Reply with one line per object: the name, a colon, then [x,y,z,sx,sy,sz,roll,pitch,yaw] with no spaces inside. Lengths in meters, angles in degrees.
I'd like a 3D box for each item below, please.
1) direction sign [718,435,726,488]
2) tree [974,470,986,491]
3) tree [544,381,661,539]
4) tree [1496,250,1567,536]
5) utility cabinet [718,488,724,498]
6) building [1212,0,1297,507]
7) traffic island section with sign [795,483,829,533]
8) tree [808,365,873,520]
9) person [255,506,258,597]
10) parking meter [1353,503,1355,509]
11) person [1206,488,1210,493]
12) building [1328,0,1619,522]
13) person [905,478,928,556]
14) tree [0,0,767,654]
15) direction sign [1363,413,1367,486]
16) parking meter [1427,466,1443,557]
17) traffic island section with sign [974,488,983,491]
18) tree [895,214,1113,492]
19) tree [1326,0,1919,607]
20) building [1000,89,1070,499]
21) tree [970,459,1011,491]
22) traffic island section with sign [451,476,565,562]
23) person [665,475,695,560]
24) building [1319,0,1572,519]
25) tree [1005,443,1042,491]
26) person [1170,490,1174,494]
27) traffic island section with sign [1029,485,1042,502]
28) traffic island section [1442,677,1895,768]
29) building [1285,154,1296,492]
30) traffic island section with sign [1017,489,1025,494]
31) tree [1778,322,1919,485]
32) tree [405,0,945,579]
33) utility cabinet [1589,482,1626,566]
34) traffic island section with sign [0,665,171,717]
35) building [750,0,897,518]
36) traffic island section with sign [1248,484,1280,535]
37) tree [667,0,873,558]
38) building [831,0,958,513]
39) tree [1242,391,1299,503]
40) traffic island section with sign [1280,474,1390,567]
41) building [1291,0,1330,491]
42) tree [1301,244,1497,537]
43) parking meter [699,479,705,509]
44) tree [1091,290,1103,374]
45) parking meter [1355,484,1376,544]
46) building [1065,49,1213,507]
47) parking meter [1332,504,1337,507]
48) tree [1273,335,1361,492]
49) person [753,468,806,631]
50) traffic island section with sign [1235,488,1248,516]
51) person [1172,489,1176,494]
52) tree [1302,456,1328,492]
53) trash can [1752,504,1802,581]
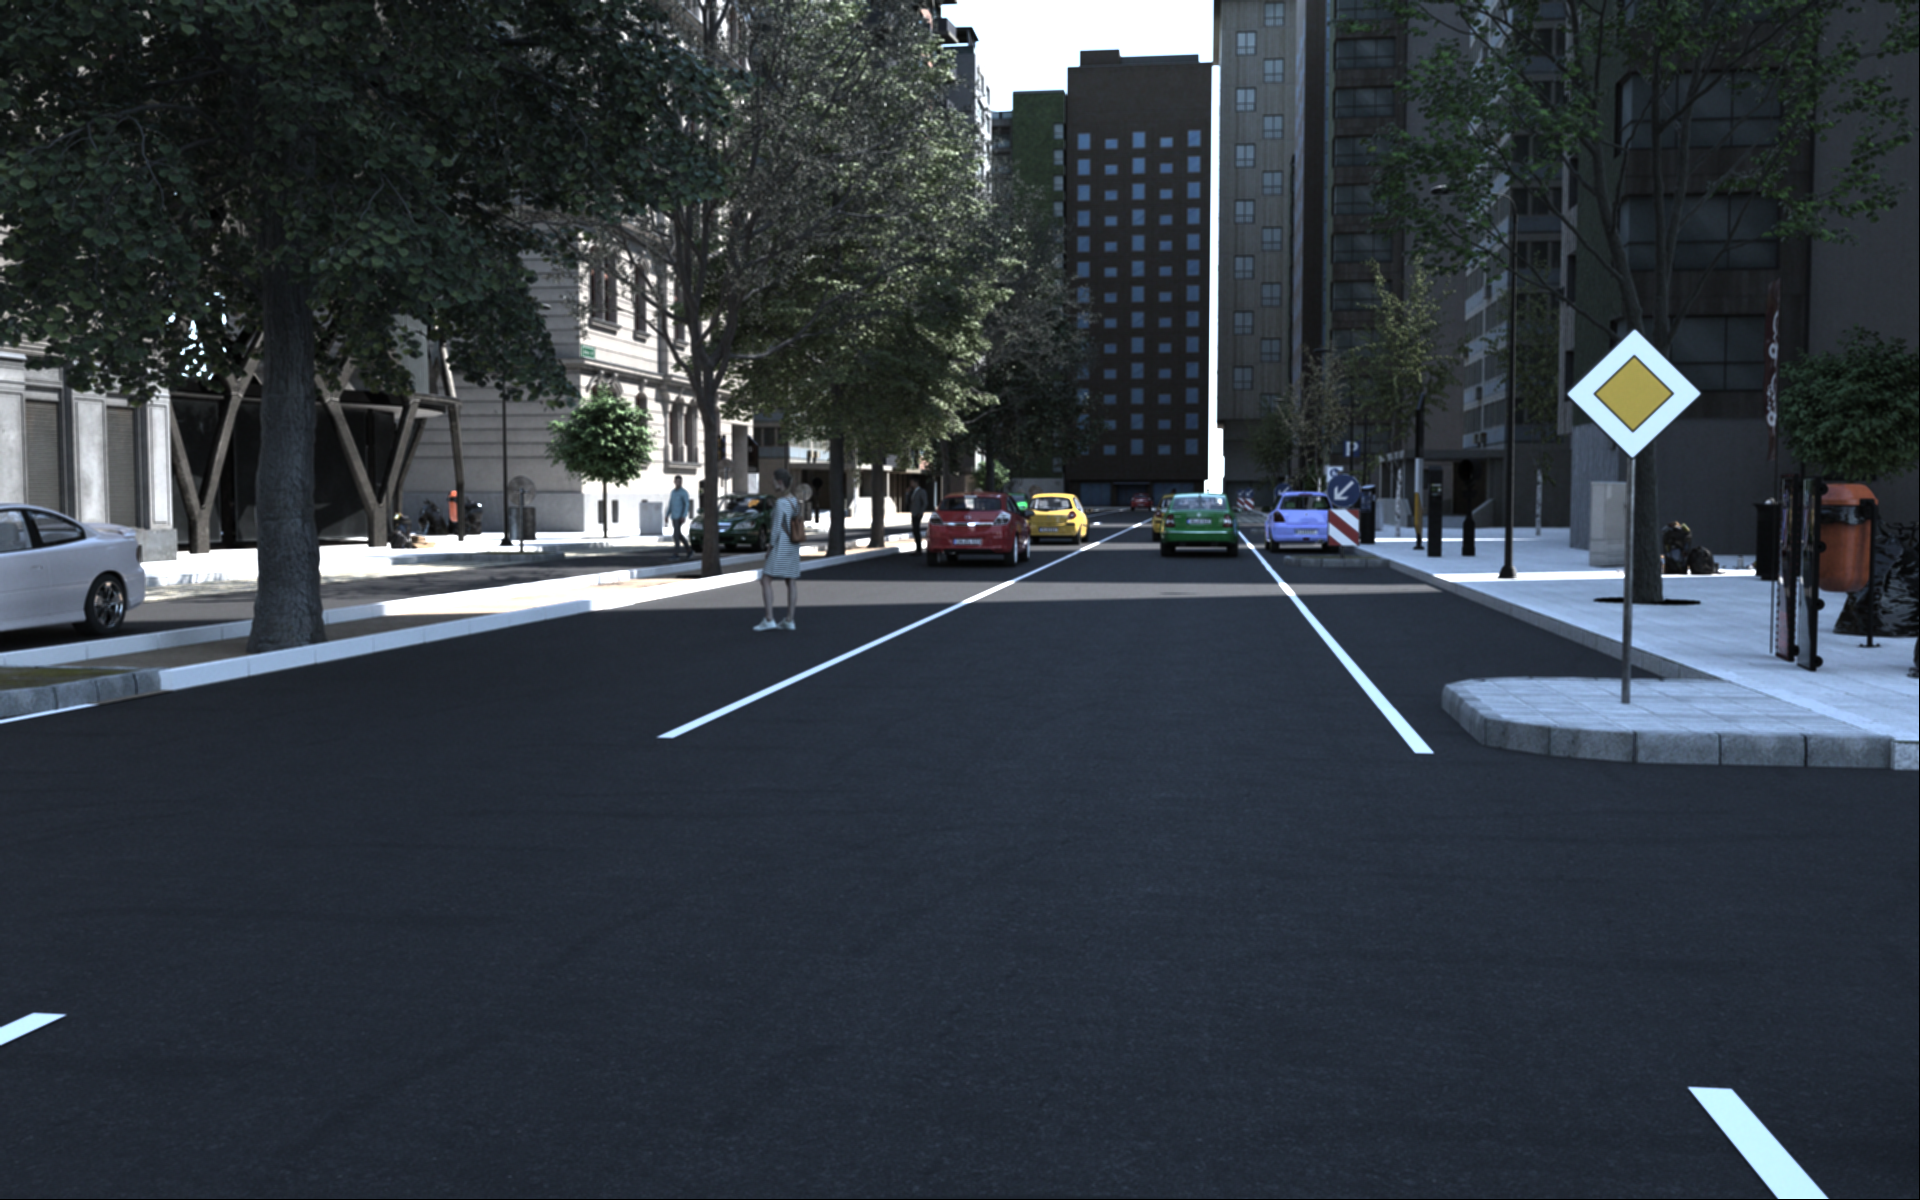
direction sign: [-9.136,-4.555,66.479,0.379,3.537,0.876,-2,4,-26]
tree: [1.938,-8.747,137.613,1.663,3.219,1.824,0,3,0]
tree: [-10.173,-4.053,49.973,4.285,4.588,4.351,0,3,0]
tree: [18.119,-6.295,53.285,4.737,8.622,4.395,0,3,0]
utility cabinet: [-8.373,-3.085,59.114,0.318,1.500,1.173,0,4,8]
building: [40.164,-36.226,181.528,27.495,52.752,28.713,0,4,8]
traffic island section with sign: [-5.856,-3.394,64.123,1.989,1.847,2.006,0,4,8]
tree: [-5.366,-8.247,85.196,4.360,8.622,3.978,0,3,0]
person: [-9.268,-0.846,23.341,0.512,1.701,0.522,-1,4,-10]
parking meter: [13.746,-3.137,59.697,0.372,1.533,0.369,0,3,0]
person: [15.477,-6.081,108.023,1.348,1.812,0.705,-2,4,-25]
building: [27.639,-19.923,97.436,14.160,30.474,14.107,0,4,8]
person: [-1.027,-1.942,40.436,0.473,1.802,0.592,-1,4,-14]
tree: [-6.088,-6.498,15.348,9.857,13.997,8.962,0,3,0]
direction sign: [11.450,-3.485,48.985,0.379,3.537,0.876,1,4,10]
parking meter: [9.713,-1.816,35.406,0.255,1.863,0.399,1,4,11]
traffic island section with sign: [1.216,-6.434,113.821,1.989,1.847,2.006,0,4,8]
tree: [1.217,-9.182,69.583,9.611,12.733,9.660,0,3,0]
tree: [8.080,-5.775,20.177,9.928,11.665,9.643,0,3,0]
building: [4.477,-30.328,179.454,14.086,41.232,14.154,0,4,8]
tree: [2.494,-9.913,145.792,4.285,4.588,4.351,0,3,0]
traffic island section with sign: [-9.667,-1.762,37.433,1.989,1.847,2.006,0,4,8]
person: [-6.076,-1.799,37.776,0.748,1.841,0.638,-2,4,-35]
building: [39.989,-25.854,114.592,32.217,40.220,23.993,0,4,8]
tree: [5.665,-12.926,161.704,4.360,8.622,3.978,0,3,0]
person: [18.599,-8.737,151.295,1.348,1.831,0.705,0,4,-7]
traffic island section with sign: [3.674,-4.777,86.236,2.006,1.907,1.989,0,4,8]
traffic island section: [4.100,0.713,10.623,2.009,0.180,2.903,0,4,8]
building: [35.208,-23.083,149.113,14.160,30.474,14.107,0,4,8]
traffic island section with sign: [5.002,-8.066,140.510,1.989,1.847,2.006,0,4,8]
tree: [17.215,-3.026,33.185,4.285,4.588,4.351,0,3,0]
tree: [-4.215,-7.099,28.899,12.009,13.543,11.850,0,3,0]
utility cabinet: [11.617,-1.349,30.736,1.173,1.500,0.318,-3,5,-43]
traffic island section with sign: [-6.912,-0.227,11.844,2.006,1.907,1.989,0,4,8]
building: [-20.883,-25.094,102.175,32.217,40.220,23.993,0,4,8]
traffic island section with sign: [11.425,-3.260,61.927,1.989,1.847,2.006,0,4,8]
tree: [-2.799,-7.221,38.655,7.486,12.596,7.792,0,3,0]
building: [-12.100,-28.953,128.010,22.147,44.769,28.867,0,4,8]
tree: [23.025,-10.776,126.550,4.737,8.622,4.395,0,3,0]
traffic island section with sign: [7.574,-1.612,34.977,1.989,1.847,2.006,0,4,8]
building: [33.328,-29.634,134.634,14.600,45.320,14.200,0,4,8]
tree: [13.176,-6.205,51.814,4.737,8.622,4.395,0,3,0]
parking meter: [-9.699,-3.672,65.740,0.255,1.863,0.399,2,4,30]
tree: [-0.453,-8.749,55.869,12.009,13.543,11.850,0,3,0]
parking meter: [10.491,-2.211,44.554,0.372,1.533,0.369,0,3,0]
building: [18.518,-32.264,177.623,14.200,45.320,14.600,0,4,8]
parking meter: [13.658,-3.320,62.696,0.372,1.533,0.369,0,3,0]
tree: [16.774,-7.994,81.059,4.360,8.622,3.978,0,3,0]
person: [-1.867,-0.538,18.302,0.522,1.701,0.512,1,4,18]
traffic island section with sign: [18.458,-6.284,111.364,1.989,1.847,2.006,0,4,8]
person: [15.151,-6.951,122.178,0.705,1.821,1.348,-2,4,-25]
tree: [18.080,-5.763,88.834,1.663,3.219,1.824,0,3,0]
trash can: [12.175,-0.862,25.754,0.748,1.137,0.748,0,3,0]
